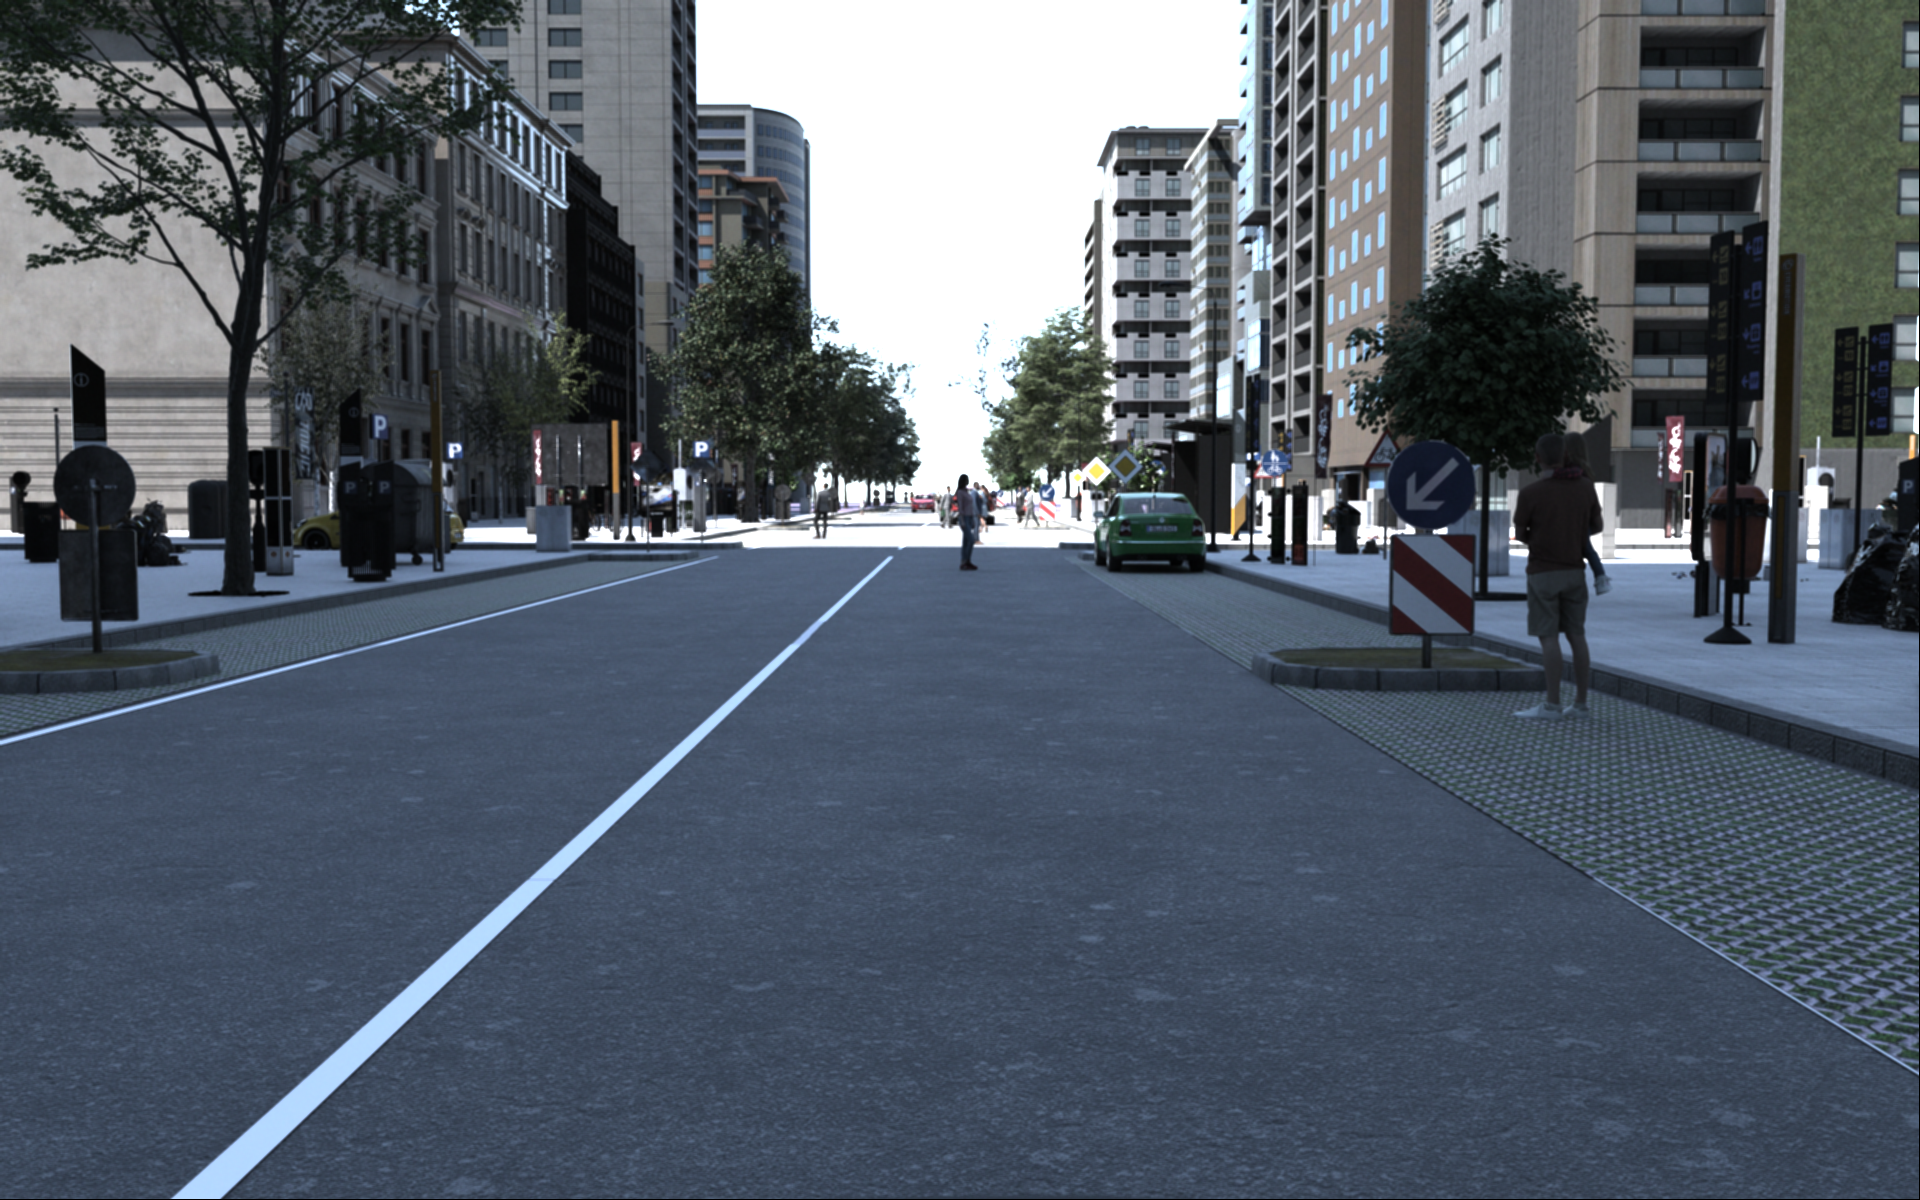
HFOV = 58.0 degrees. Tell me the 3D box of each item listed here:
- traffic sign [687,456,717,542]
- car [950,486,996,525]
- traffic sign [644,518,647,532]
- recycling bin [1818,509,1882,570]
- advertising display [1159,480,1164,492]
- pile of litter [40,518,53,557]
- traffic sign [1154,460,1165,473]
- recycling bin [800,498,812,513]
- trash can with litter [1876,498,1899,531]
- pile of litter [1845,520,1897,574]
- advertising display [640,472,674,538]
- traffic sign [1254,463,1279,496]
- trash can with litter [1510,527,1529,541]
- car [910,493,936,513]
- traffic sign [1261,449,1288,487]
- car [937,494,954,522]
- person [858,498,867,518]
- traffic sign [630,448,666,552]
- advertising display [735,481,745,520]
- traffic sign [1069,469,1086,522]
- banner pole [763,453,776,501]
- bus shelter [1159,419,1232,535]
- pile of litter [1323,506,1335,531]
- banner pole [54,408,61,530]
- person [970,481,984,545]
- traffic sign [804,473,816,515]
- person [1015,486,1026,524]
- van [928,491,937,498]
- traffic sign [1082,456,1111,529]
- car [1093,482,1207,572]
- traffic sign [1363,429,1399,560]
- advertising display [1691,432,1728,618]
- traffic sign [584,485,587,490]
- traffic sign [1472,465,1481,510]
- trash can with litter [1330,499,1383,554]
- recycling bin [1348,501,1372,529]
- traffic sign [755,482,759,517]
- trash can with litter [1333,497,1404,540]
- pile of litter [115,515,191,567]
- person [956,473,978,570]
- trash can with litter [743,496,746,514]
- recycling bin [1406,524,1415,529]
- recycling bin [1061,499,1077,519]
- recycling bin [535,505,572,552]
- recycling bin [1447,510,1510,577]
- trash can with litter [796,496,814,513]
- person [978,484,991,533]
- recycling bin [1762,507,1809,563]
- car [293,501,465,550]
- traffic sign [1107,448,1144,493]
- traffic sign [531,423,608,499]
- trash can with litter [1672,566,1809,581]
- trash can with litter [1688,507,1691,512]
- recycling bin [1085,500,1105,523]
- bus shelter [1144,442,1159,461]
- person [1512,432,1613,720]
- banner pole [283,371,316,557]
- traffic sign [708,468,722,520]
[{"bbox_3d":[-6.869,-2.595,46.071,0.795,2.450,0.064,0,3,0],"label":"traffic sign"},{"bbox_3d":[0.551,-4.425,81.023,2.281,1.827,5.304,0,4,-1],"label":"car"},{"bbox_3d":[-10.683,-3.587,58.748,0.768,2.556,0.104,0,4,2],"label":"traffic sign"},{"bbox_3d":[15.210,-1.043,29.603,0.722,1.027,0.722,0,4,-5],"label":"recycling bin"},{"bbox_3d":[8.883,-4.393,77.036,0.123,1.923,0.974,1,4,22],"label":"advertising display"},{"bbox_3d":[-18.242,-1.294,35.120,1.176,0.858,1.719,-1,4,-23],"label":"pile of litter"},{"bbox_3d":[7.312,-3.967,64.964,0.768,2.556,0.104,0,4,2],"label":"traffic sign"},{"bbox_3d":[-10.216,-6.249,114.730,0.722,1.027,0.722,0,4,-1],"label":"recycling bin"},{"bbox_3d":[26.418,-2.292,48.856,1.055,1.170,0.624,-1,4,-22],"label":"trash can with litter"},{"bbox_3d":[15.128,-0.859,28.015,1.719,0.858,1.176,0,4,3],"label":"pile of litter"},{"bbox_3d":[-8.904,-2.791,50.851,0.974,1.923,0.123,-1,4,-14],"label":"advertising display"},{"bbox_3d":[10.177,-3.532,57.746,0.884,2.594,0.081,0,4,8],"label":"traffic sign"},{"bbox_3d":[15.691,-2.198,46.989,1.678,1.210,2.233,-3,5,-42],"label":"trash can with litter"},{"bbox_3d":[-2.812,-7.744,135.657,2.155,1.783,4.494,0,4,2],"label":"car"},{"bbox_3d":[8.954,-3.011,49.332,0.768,2.556,0.104,0,4,6],"label":"traffic sign"},{"bbox_3d":[-0.147,-4.813,90.489,2.131,1.459,4.920,0,4,-1],"label":"car"},{"bbox_3d":[-5.800,-5.497,103.397,0.505,1.210,0.382,-2,4,-26],"label":"person"},{"bbox_3d":[-6.863,-2.107,38.086,0.795,2.450,0.064,0,3,0],"label":"traffic sign"},{"bbox_3d":[-10.777,-4.872,84.871,0.123,1.923,0.974,1,4,18],"label":"advertising display"},{"bbox_3d":[5.392,-4.781,79.350,0.795,2.450,0.064,1,4,9],"label":"traffic sign"},{"bbox_3d":[-9.752,-5.993,87.998,0.863,3.779,0.401,1,4,13],"label":"banner pole"},{"bbox_3d":[7.948,-4.057,57.616,1.731,3.624,6.357,0,3,0],"label":"bus shelter"},{"bbox_3d":[12.810,-2.859,60.709,1.719,0.858,1.176,-3,4,-36],"label":"pile of litter"},{"bbox_3d":[-26.209,-3.692,50.387,0.401,3.779,0.863,-1,4,-20],"label":"banner pole"},{"bbox_3d":[0.463,-2.494,49.453,0.419,1.800,0.721,0,4,-5],"label":"person"},{"bbox_3d":[-9.014,-6.357,104.042,0.768,2.556,0.104,0,4,4],"label":"traffic sign"},{"bbox_3d":[2.922,-4.604,83.743,0.622,1.834,0.822,2,4,35],"label":"person"},{"bbox_3d":[-4.391,-16.331,274.027,2.013,2.044,4.112,0,4,2],"label":"van"},{"bbox_3d":[3.626,-2.594,46.057,0.795,2.450,0.064,0,3,0],"label":"traffic sign"},{"bbox_3d":[3.585,-1.490,33.156,1.959,1.807,4.718,0,4,-1],"label":"car"},{"bbox_3d":[8.315,-2.068,33.814,0.884,2.594,0.081,0,4,6],"label":"traffic sign"},{"bbox_3d":[7.909,-0.799,18.285,0.123,1.923,0.974,3,4,36],"label":"advertising display"},{"bbox_3d":[-11.910,-3.362,55.072,0.768,2.556,0.104,0,4,6],"label":"traffic sign"},{"bbox_3d":[8.519,-1.686,28.749,0.795,2.450,0.064,0,4,4],"label":"traffic sign"},{"bbox_3d":[8.530,-1.580,37.226,1.055,1.170,0.624,0,4,-7],"label":"trash can with litter"},{"bbox_3d":[14.576,-3.094,63.140,0.722,1.027,0.722,2,4,26],"label":"recycling bin"},{"bbox_3d":[-11.069,-5.804,94.896,0.884,2.594,0.081,0,4,7],"label":"traffic sign"},{"bbox_3d":[11.766,-2.334,49.215,2.233,1.210,1.678,1,4,19],"label":"trash can with litter"},{"bbox_3d":[-14.764,-1.035,30.894,1.719,0.858,1.176,-1,4,-9],"label":"pile of litter"},{"bbox_3d":[0.113,-1.472,32.571,0.388,1.821,0.555,1,4,11],"label":"person"},{"bbox_3d":[-12.511,-5.400,99.684,0.624,1.170,1.055,-2,4,-31],"label":"trash can with litter"},{"bbox_3d":[16.577,-3.153,64.109,0.722,1.027,0.722,2,4,23],"label":"recycling bin"},{"bbox_3d":[5.817,-4.802,91.068,0.722,1.027,0.722,-3,5,-40],"label":"recycling bin"},{"bbox_3d":[-9.062,-1.596,38.655,0.722,1.027,0.722,0,4,-7],"label":"recycling bin"},{"bbox_3d":[8.161,-0.900,27.277,0.722,1.027,0.722,-3,5,-39],"label":"recycling bin"},{"bbox_3d":[-10.378,-6.564,118.376,1.678,1.210,2.233,0,4,-4],"label":"trash can with litter"},{"bbox_3d":[0.902,-3.408,64.308,0.616,1.811,0.778,-2,4,-28],"label":"person"},{"bbox_3d":[15.372,-1.218,32.463,0.722,1.027,0.722,0,4,-4],"label":"recycling bin"},{"bbox_3d":[-14.047,-1.929,41.771,3.980,1.641,2.015,0,4,2],"label":"car"},{"bbox_3d":[3.631,-2.106,38.072,0.795,2.450,0.064,0,3,0],"label":"traffic sign"},{"bbox_3d":[-11.268,-3.428,49.920,2.265,3.308,0.079,0,4,6],"label":"traffic sign"},{"bbox_3d":[11.709,-0.941,26.438,1.678,1.210,2.233,0,4,-4],"label":"trash can with litter"},{"bbox_3d":[20.750,-2.232,47.879,1.055,1.170,0.624,0,4,4],"label":"trash can with litter"},{"bbox_3d":[5.961,-3.906,76.412,0.722,1.027,0.722,-1,4,-14],"label":"recycling bin"},{"bbox_3d":[9.533,-5.495,81.132,1.731,3.624,6.357,0,3,0],"label":"bus shelter"},{"bbox_3d":[3.840,-0.156,11.031,0.573,1.828,0.580,2,4,31],"label":"person"},{"bbox_3d":[-13.533,-2.778,35.430,0.401,3.779,0.863,3,4,38],"label":"banner pole"},{"bbox_3d":[-12.007,-5.161,84.483,0.768,2.556,0.104,0,4,8],"label":"traffic sign"}]
